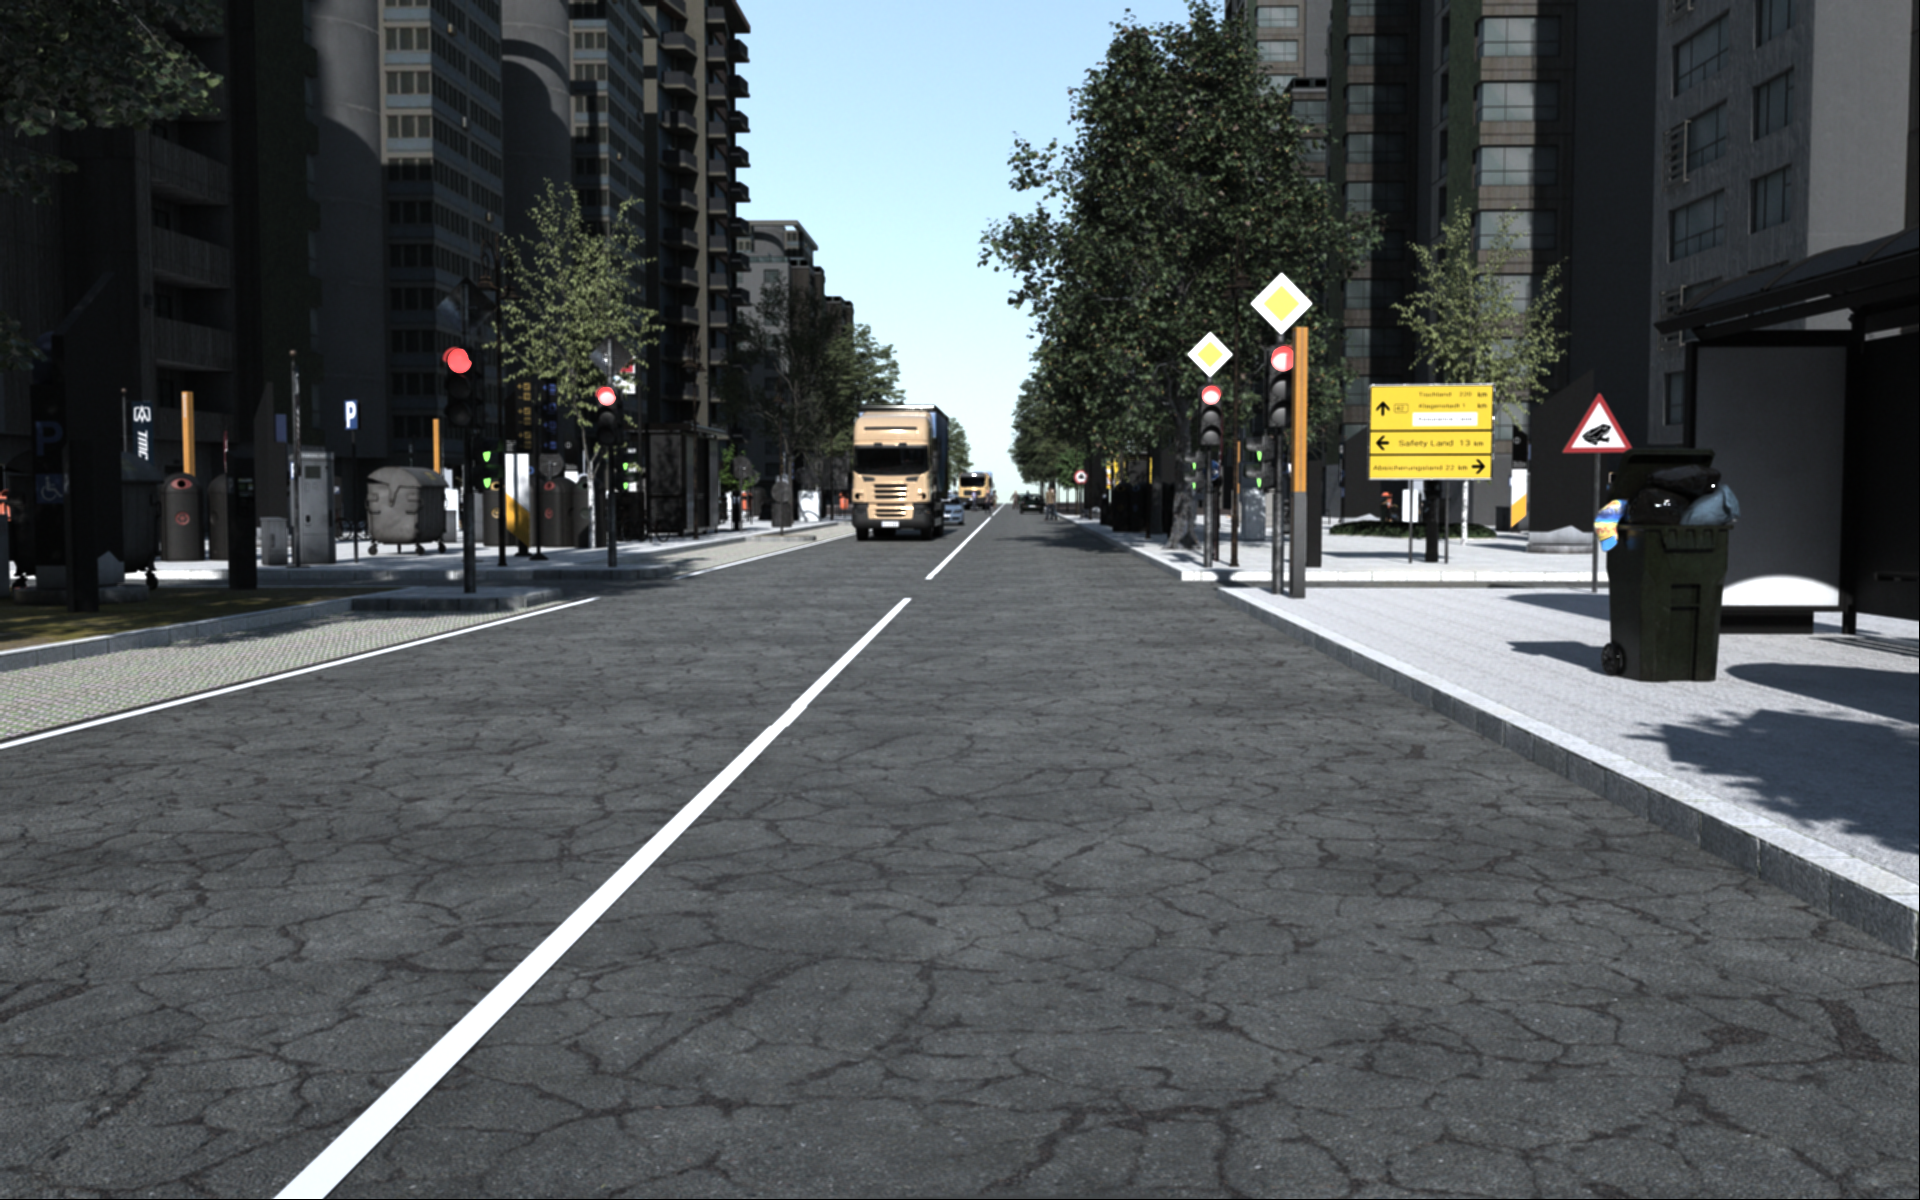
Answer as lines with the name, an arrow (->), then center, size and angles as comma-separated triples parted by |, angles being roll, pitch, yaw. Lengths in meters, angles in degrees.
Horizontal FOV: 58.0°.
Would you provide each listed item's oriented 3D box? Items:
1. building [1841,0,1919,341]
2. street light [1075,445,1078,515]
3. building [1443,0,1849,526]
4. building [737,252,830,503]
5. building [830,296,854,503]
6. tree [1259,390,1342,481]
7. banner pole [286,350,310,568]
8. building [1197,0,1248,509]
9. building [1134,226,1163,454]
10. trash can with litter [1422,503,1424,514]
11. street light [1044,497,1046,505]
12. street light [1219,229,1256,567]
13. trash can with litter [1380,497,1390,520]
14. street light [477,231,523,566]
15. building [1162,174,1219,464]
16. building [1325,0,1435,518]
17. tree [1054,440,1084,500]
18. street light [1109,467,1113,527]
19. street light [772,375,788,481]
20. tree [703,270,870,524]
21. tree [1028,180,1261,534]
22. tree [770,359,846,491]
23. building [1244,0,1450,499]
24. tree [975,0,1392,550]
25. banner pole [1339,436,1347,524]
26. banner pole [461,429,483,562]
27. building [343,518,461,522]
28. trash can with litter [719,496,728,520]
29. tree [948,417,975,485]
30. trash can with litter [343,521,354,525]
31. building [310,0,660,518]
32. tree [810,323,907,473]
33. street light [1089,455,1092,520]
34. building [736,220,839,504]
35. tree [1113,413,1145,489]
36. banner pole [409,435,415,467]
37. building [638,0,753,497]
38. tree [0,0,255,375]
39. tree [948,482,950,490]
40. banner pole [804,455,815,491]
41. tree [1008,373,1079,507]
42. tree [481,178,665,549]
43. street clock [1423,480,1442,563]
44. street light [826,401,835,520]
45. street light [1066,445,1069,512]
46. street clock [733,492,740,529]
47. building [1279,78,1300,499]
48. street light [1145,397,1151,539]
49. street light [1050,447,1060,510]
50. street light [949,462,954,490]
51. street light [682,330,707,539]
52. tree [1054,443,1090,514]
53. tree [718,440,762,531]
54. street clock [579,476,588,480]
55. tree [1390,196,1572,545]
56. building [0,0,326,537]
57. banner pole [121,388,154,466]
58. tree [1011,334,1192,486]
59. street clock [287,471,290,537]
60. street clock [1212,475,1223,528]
building -> 28.782, -22.265, 47.624 | 14.086, 41.232, 14.154 | 0, 4, 2
street light -> 7.054, -8.075, 104.817 | 0.468, 5.910, 1.993 | 0, 4, 2
building -> 27.834, -23.938, 74.976 | 14.154, 41.232, 14.086 | 0, 4, 2
building -> -24.111, -26.886, 211.295 | 14.160, 30.474, 14.107 | 0, 4, 2
building -> -22.834, -29.211, 249.303 | 14.160, 30.474, 14.107 | 0, 4, 2
tree -> 17.002, -8.372, 87.245 | 4.360, 8.622, 3.978 | 0, 3, 0
banner pole -> -11.442, -2.440, 29.915 | 0.401, 3.779, 0.863 | -2, 4, -28
building -> 32.752, -43.801, 154.402 | 20.563, 71.187, 20.611 | 0, 4, 2
building -> 35.752, -43.242, 249.005 | 21.231, 58.520, 28.212 | 0, 4, 2
trash can with litter -> 18.712, -3.697, 71.830 | 1.055, 1.170, 0.624 | 2, 4, 26
street light -> 10.331, -14.402, 208.264 | 0.468, 5.910, 1.993 | 0, 4, 2
street light -> 4.856, -3.529, 30.493 | 0.468, 5.910, 1.993 | 0, 4, 2
trash can with litter -> 17.485, -3.750, 72.704 | 1.055, 1.170, 0.624 | -2, 4, -25
street light -> -8.155, -3.541, 30.687 | 0.468, 5.910, 1.993 | 0, 4, 2
building -> 36.309, -34.630, 220.828 | 22.147, 44.769, 28.867 | 0, 4, 2
building -> 27.429, -19.919, 97.383 | 14.160, 30.474, 14.107 | 0, 4, 2
tree -> 9.123, -11.066, 131.290 | 4.360, 8.622, 3.978 | 0, 3, 0
street light -> 5.955, -5.812, 67.821 | 0.468, 5.910, 1.993 | 0, 4, 2
street light -> -6.974, -5.783, 67.339 | 0.468, 5.910, 1.993 | 0, 4, 2
tree -> -7.436, -8.498, 73.359 | 8.767, 10.594, 7.601 | 2, 4, 33
tree -> 6.013, -8.396, 55.396 | 7.486, 12.596, 7.792 | 0, 3, 0
tree -> -7.645, -8.546, 90.086 | 4.360, 8.622, 3.978 | 0, 3, 0
building -> 29.458, -27.754, 137.380 | 14.154, 41.232, 14.086 | 0, 4, 2
tree -> 5.186, -7.532, 40.163 | 9.611, 12.733, 9.660 | 0, 3, 0
banner pole -> 16.351, -5.139, 74.039 | 0.401, 3.779, 0.863 | 2, 4, 34
banner pole -> -9.255, -2.628, 32.982 | 0.401, 3.779, 0.863 | 0, 4, -1
building -> -36.810, -24.148, 86.698 | 32.217, 40.220, 23.993 | 0, 4, 2
trash can with litter -> -11.906, -4.553, 85.830 | 0.624, 1.170, 1.055 | -2, 4, -26
tree -> -1.436, -20.575, 254.533 | 7.486, 12.596, 7.792 | 0, 3, 0
trash can with litter -> -26.314, -3.806, 73.284 | 1.678, 1.210, 2.233 | -2, 4, -28
building -> -34.896, -26.070, 118.118 | 32.217, 40.220, 23.993 | 0, 4, 2
tree -> -6.974, -12.055, 115.223 | 7.486, 12.596, 7.792 | 0, 3, 0
street light -> 6.526, -6.954, 86.489 | 0.468, 5.910, 1.993 | 0, 4, 2
building -> -32.374, -32.930, 230.279 | 32.217, 40.220, 23.993 | 0, 4, 2
tree -> 7.551, -8.053, 82.032 | 4.737, 8.622, 4.395 | 0, 3, 0
banner pole -> -23.155, -5.093, 73.283 | 0.401, 3.779, 0.863 | 0, 4, 2
building -> -29.567, -29.972, 144.667 | 22.147, 44.769, 28.867 | 0, 4, 2
tree -> -9.573, -6.436, 11.887 | 9.857, 13.997, 8.962 | 0, 3, 0
tree -> -2.106, -14.884, 237.949 | 1.663, 3.219, 1.824 | 0, 3, 0
banner pole -> -8.877, -6.817, 101.482 | 0.863, 3.779, 0.401 | 1, 4, 19
tree -> 9.306, -16.286, 172.925 | 9.857, 13.997, 8.962 | 0, 3, 0
tree -> -8.722, -5.498, 40.248 | 4.737, 8.622, 4.395 | 0, 3, 0
street clock -> 8.872, -1.710, 32.521 | 0.471, 2.002, 0.358 | 2, 4, 35
street light -> -6.366, -6.916, 85.857 | 0.468, 5.910, 1.993 | 0, 4, 2
street light -> 7.763, -9.309, 124.982 | 0.468, 5.910, 1.993 | 0, 4, 2
street clock -> -8.058, -3.538, 62.411 | 0.358, 2.002, 0.471 | -1, 4, -8
building -> 29.490, -21.525, 123.630 | 14.160, 30.474, 14.107 | 0, 4, 2
street light -> 5.392, -4.692, 49.494 | 0.468, 5.910, 1.993 | 0, 4, 2
street light -> 8.898, -11.584, 162.183 | 0.468, 5.910, 1.993 | 0, 4, 2
street light -> -1.379, -16.687, 245.622 | 0.468, 5.910, 1.993 | 0, 4, 2
street light -> -7.499, -4.662, 49.011 | 0.468, 5.910, 1.993 | 0, 4, 2
tree -> 7.553, -7.806, 111.349 | 4.285, 4.588, 4.351 | 0, 3, 0
tree -> -8.047, -4.039, 60.634 | 1.663, 3.219, 1.824 | 0, 3, 0
street clock -> -14.928, -3.946, 69.079 | 0.358, 2.002, 0.471 | 3, 5, 41
tree -> 13.059, -5.711, 43.735 | 4.737, 8.622, 4.395 | 0, 3, 0
building -> -28.615, -17.083, 51.004 | 14.160, 30.474, 14.107 | 0, 4, 2
banner pole -> -19.501, -3.119, 41.020 | 0.863, 3.779, 0.401 | -1, 4, -11
tree -> 6.833, -8.571, 74.541 | 7.601, 10.594, 8.767 | 2, 4, 23
street clock -> -20.224, -2.892, 51.847 | 0.471, 2.002, 0.358 | -2, 4, -24
street clock -> 9.761, -3.744, 65.782 | 0.358, 2.002, 0.471 | 2, 4, 34
